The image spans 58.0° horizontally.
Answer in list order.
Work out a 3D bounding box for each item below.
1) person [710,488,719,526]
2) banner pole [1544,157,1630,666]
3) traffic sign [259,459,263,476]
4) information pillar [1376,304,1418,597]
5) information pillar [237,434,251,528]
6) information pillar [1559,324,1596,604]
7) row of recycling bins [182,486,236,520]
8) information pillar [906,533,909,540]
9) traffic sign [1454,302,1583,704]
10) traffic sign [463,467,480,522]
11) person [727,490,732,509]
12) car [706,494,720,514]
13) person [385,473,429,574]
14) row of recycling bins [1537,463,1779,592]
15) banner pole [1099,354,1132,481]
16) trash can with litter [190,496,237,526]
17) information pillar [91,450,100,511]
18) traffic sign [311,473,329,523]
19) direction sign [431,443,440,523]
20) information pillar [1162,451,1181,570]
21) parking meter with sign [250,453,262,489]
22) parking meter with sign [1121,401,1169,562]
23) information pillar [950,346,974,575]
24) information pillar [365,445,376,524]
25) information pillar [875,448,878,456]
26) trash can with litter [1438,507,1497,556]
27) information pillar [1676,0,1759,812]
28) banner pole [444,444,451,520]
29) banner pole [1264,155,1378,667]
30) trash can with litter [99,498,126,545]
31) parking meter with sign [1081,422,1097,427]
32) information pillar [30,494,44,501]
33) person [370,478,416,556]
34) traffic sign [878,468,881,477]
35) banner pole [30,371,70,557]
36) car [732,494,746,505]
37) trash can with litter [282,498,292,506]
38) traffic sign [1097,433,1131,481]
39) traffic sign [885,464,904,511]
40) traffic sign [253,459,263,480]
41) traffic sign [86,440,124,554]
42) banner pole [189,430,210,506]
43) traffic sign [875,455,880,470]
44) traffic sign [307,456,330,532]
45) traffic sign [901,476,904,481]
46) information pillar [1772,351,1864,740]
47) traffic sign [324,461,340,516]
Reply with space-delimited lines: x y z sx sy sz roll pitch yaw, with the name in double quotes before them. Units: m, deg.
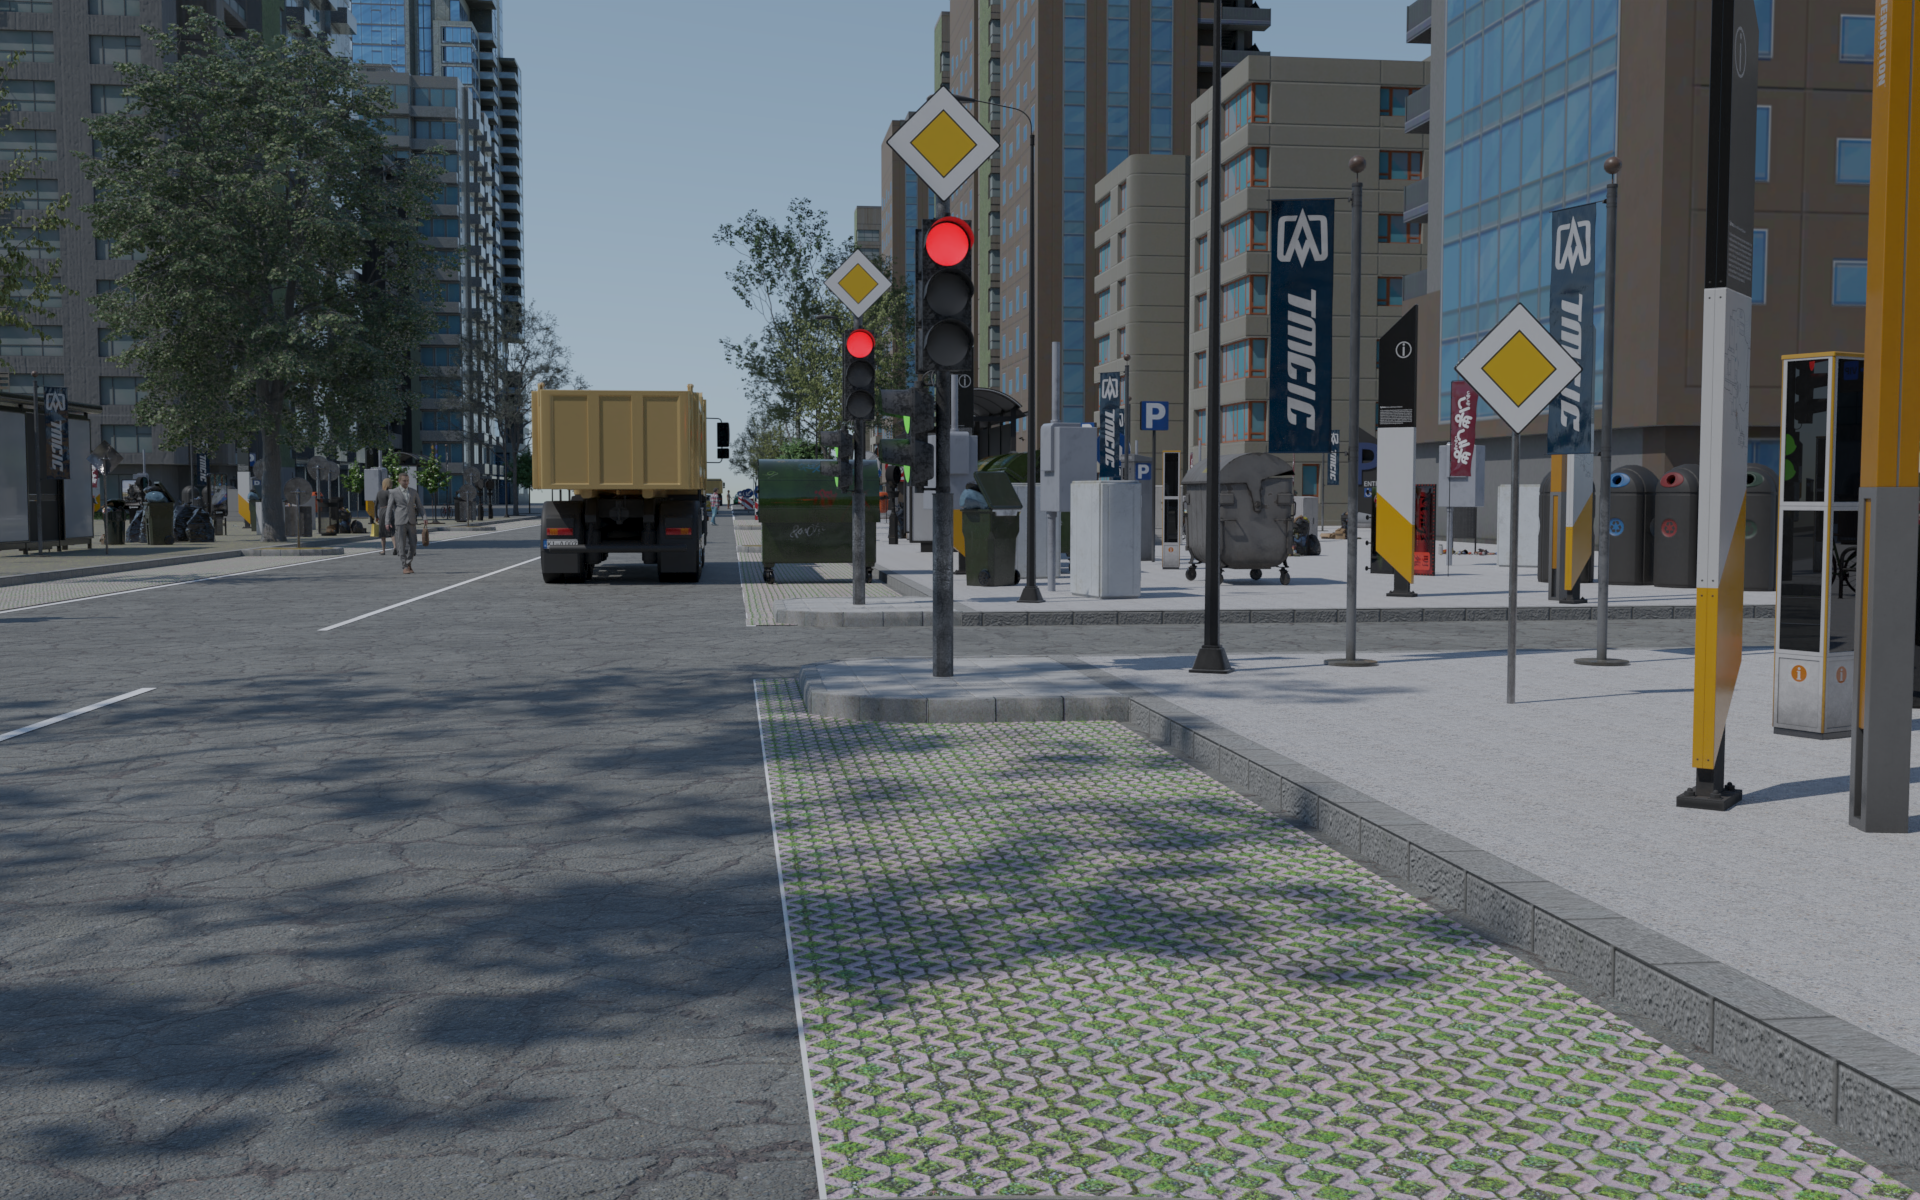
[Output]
"person" -11.179 -4.248 78.792 0.643 1.720 0.563 -3 5 -39
"banner pole" 4.753 -1.416 13.174 0.401 3.779 0.863 -2 4 -23
"traffic sign" -23.456 -3.594 58.871 0.768 2.556 0.104 0 4 1
"information pillar" 5.457 -1.849 21.591 0.504 3.616 0.183 3 4 36
"information pillar" -26.661 -4.476 64.533 0.504 3.616 0.183 1 4 11
"information pillar" 7.256 -1.768 20.266 0.504 3.616 0.183 -3 5 -43
"row of recycling bins" -36.863 -4.848 86.371 3.534 1.692 1.069 -2 4 -27
"information pillar" -1.306 -2.673 48.188 0.304 2.012 0.304 1 4 18
"traffic sign" 3.372 -0.572 10.538 0.795 2.450 0.064 0 4 -4
"traffic sign" -22.577 -4.892 80.090 0.768 2.556 0.104 0 4 -4
"person" -21.878 -9.513 164.044 0.705 1.824 1.348 1 4 11
"car" -18.268 -6.999 124.652 2.015 1.641 3.980 0 4 -7
"person" -9.942 -1.377 31.137 0.709 1.813 0.853 -3 4 -38
"row of recycling bins" 9.711 -1.045 24.195 1.069 1.692 3.534 -3 5 -39
"banner pole" 2.819 -2.518 31.184 0.863 3.779 0.401 3 5 45
"trash can with litter" -29.843 -3.515 68.523 2.233 1.210 1.678 0 4 -1
"information pillar" -44.152 -5.932 88.337 0.183 3.616 0.504 3 5 39
"traffic sign" -24.095 -3.975 65.099 0.768 2.556 0.104 0 4 2
"direction sign" -23.160 -5.163 76.414 0.379 3.537 0.876 -2 4 -35
"information pillar" 3.601 -1.530 29.508 0.304 2.012 0.304 0 4 8
"parking meter with sign" -29.991 -4.731 73.620 0.543 3.016 1.738 -3 4 -36
"parking meter with sign" 3.423 -2.269 33.353 0.543 3.016 1.738 -1 4 -16
"information pillar" -0.005 -2.209 27.467 0.504 3.616 0.183 -1 4 -14
"information pillar" -25.055 -5.026 73.536 0.183 3.616 0.504 1 4 17
"information pillar" -4.270 -5.870 87.336 0.183 3.616 0.504 -2 4 -24
"trash can with litter" 10.955 -1.553 36.453 2.233 1.210 1.678 3 4 36
"information pillar" 3.157 -0.965 7.141 0.183 3.616 0.504 3 4 36
"banner pole" -25.767 -5.935 87.056 0.401 3.779 0.863 -1 4 -21
"banner pole" 2.711 -1.403 12.951 0.863 3.779 0.401 1 4 9
"trash can with litter" -21.505 -1.981 43.780 0.624 1.170 1.055 -3 5 -45
"parking meter with sign" 2.460 -2.785 41.803 1.738 3.016 0.543 -3 4 -36
"information pillar" -34.885 -4.528 65.384 0.504 3.616 0.183 -1 4 -16
"person" -13.238 -1.935 40.359 0.699 1.804 1.509 -2 4 -33
"traffic sign" -3.700 -4.456 72.966 0.768 2.556 0.104 0 4 2
"banner pole" -18.641 -2.780 35.464 0.401 3.779 0.863 3 5 41
"car" -27.194 -12.584 214.540 1.959 1.807 4.718 -1 4 -9
"trash can with litter" -24.394 -3.091 61.921 1.055 1.170 0.624 0 4 -8
"traffic sign" 3.041 -2.124 34.839 0.768 2.556 0.104 0 4 -5
"traffic sign" -2.087 -3.472 56.880 0.768 2.556 0.104 0 4 1
"traffic sign" -25.368 -3.851 63.078 0.768 2.556 0.104 0 4 0
"traffic sign" -18.188 -2.182 36.866 0.795 2.450 0.064 0 4 0
"banner pole" -29.305 -4.689 66.690 0.863 3.779 0.401 -1 4 -20
"traffic sign" -2.750 -3.135 51.364 0.768 2.556 0.104 0 4 -1
"traffic sign" -21.281 -3.508 57.457 0.768 2.556 0.104 0 4 0
"traffic sign" -2.653 -4.442 72.629 0.884 2.594 0.081 0 3 0
"information pillar" 4.544 -0.285 9.153 0.304 2.012 0.304 -2 4 -30
"traffic sign" -24.331 -4.083 66.857 0.768 2.556 0.104 0 4 -7
